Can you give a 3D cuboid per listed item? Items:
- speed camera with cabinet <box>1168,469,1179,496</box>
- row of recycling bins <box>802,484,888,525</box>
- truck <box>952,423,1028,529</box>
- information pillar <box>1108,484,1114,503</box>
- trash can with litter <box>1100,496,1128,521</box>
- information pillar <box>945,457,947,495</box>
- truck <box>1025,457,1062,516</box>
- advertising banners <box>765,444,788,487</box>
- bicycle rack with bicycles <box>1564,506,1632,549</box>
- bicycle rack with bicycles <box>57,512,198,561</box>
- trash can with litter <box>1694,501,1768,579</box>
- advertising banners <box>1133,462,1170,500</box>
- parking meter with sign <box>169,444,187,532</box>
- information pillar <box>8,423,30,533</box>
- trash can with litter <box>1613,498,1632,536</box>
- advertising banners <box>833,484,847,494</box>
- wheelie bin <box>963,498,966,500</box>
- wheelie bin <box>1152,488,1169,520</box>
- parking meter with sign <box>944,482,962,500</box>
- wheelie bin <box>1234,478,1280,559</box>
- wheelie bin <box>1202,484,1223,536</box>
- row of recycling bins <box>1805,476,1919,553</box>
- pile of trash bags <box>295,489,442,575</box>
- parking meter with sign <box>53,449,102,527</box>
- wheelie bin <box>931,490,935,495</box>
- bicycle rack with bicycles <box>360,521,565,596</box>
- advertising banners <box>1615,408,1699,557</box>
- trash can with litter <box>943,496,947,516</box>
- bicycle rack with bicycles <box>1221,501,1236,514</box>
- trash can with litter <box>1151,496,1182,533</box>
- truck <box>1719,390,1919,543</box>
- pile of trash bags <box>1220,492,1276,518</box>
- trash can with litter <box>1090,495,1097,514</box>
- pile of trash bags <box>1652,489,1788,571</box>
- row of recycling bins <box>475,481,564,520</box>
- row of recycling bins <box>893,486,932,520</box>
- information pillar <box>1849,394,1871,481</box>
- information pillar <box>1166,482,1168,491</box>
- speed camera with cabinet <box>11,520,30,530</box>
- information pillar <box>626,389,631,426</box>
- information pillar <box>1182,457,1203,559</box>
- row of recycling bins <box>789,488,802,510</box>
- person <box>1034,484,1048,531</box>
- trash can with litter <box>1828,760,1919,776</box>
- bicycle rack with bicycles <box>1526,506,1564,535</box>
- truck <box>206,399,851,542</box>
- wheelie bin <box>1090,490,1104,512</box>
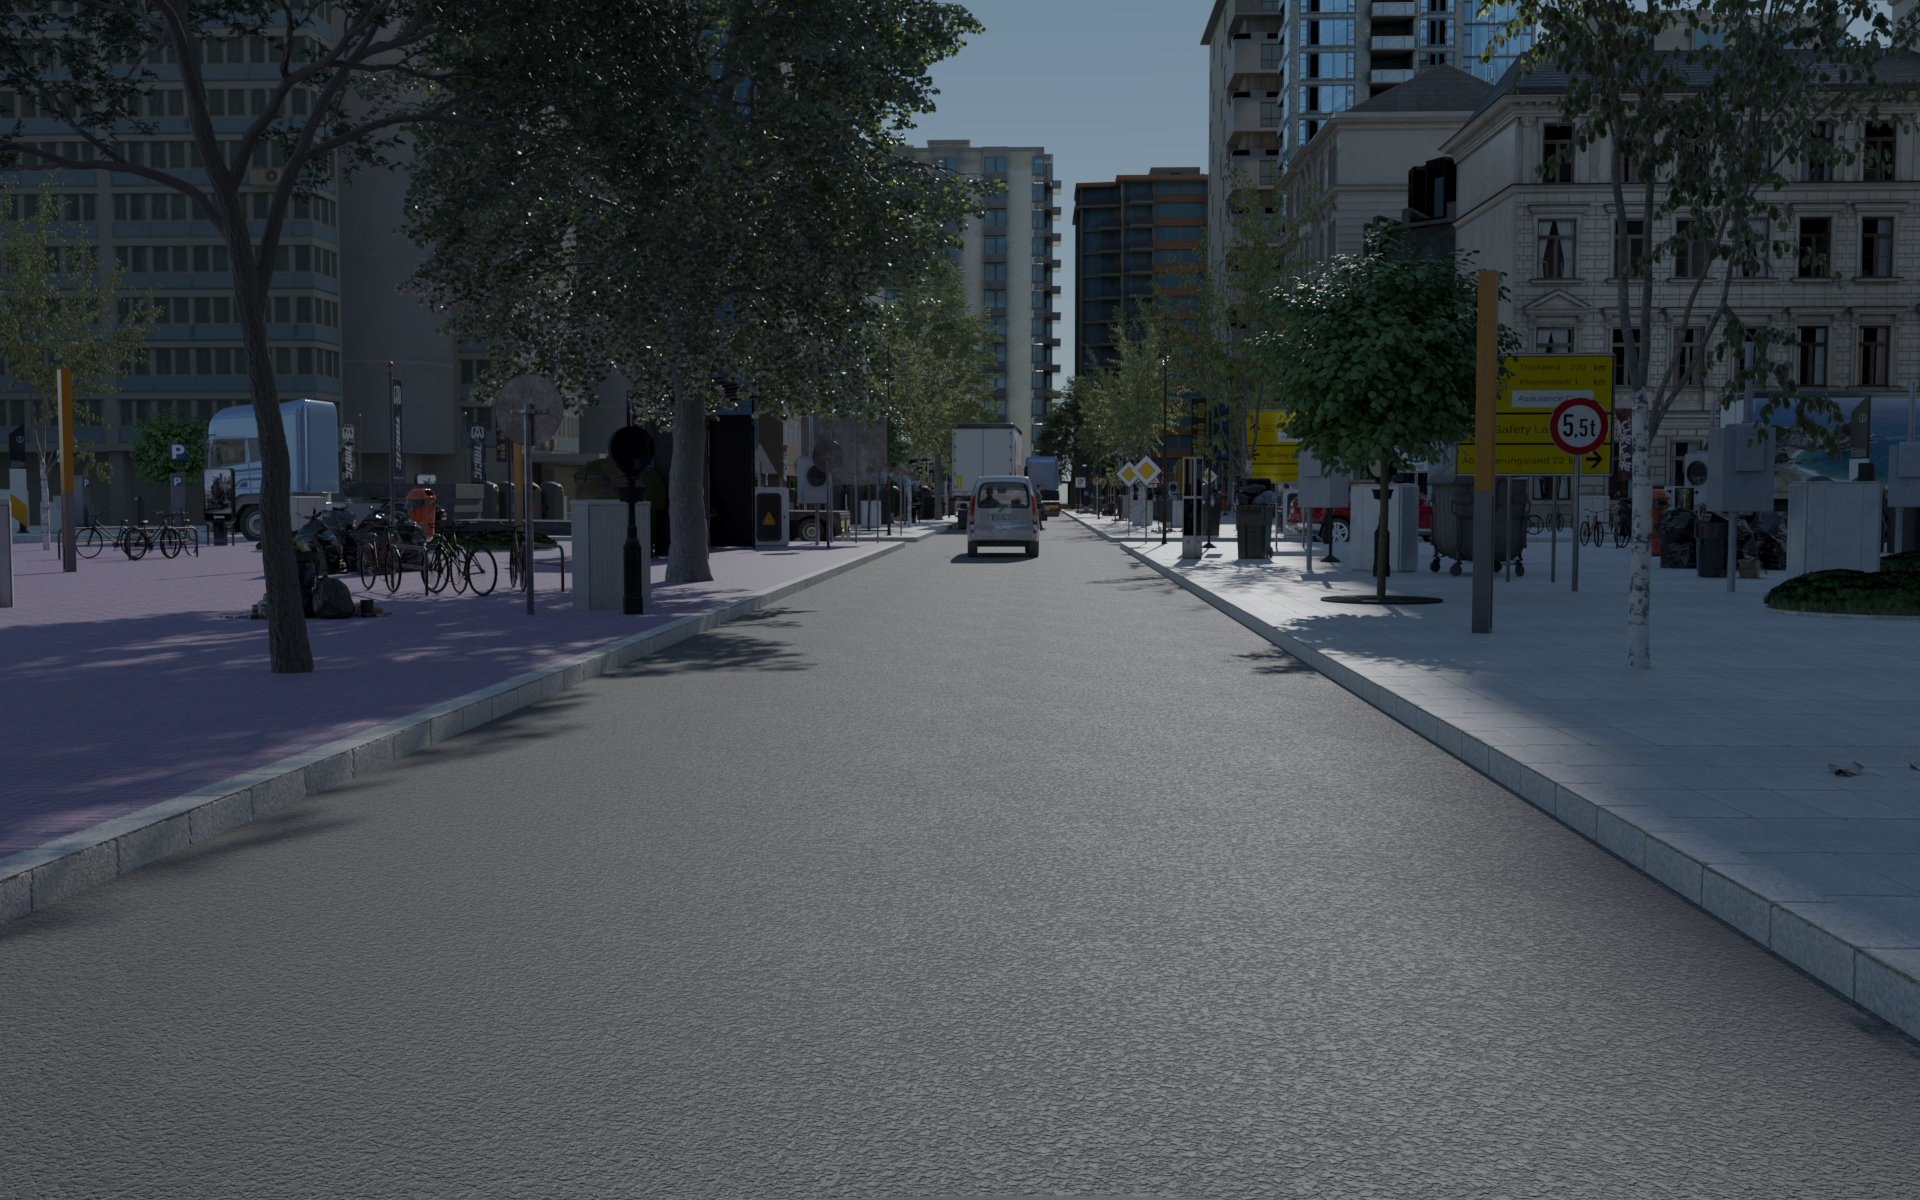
[{"bbox_3d":[14.392,-7.770,121.370,2.038,3.252,0.660,2,4,28],"label":"speed camera with cabinet"},{"bbox_3d":[-4.758,-4.043,73.213,3.534,1.692,1.069,0,4,2],"label":"row of recycling bins"},{"bbox_3d":[1.328,-5.217,74.219,2.839,4.237,11.283,0,4,4],"label":"truck"},{"bbox_3d":[10.929,-7.390,125.314,0.304,2.012,0.304,-2,4,-35],"label":"information pillar"},{"bbox_3d":[7.752,-4.357,82.294,1.678,1.210,2.233,1,4,12],"label":"trash can with litter"},{"bbox_3d":[-0.900,-7.236,109.662,0.183,3.616,0.504,0,4,3],"label":"information pillar"},{"bbox_3d":[5.599,-7.903,118.979,2.967,4.110,18.799,0,4,3],"label":"truck"},{"bbox_3d":[-6.337,-3.915,60.194,0.090,3.025,2.074,1,4,15],"label":"advertising banners"},{"bbox_3d":[16.272,-1.710,41.335,2.852,0.926,2.925,0,4,8],"label":"bicycle rack with bicycles"},{"bbox_3d":[-16.459,-1.308,34.768,2.852,0.926,2.925,1,4,20],"label":"bicycle rack with bicycles"},{"bbox_3d":[11.848,-0.931,26.610,1.055,1.170,0.624,2,4,32],"label":"trash can with litter"},{"bbox_3d":[10.417,-6.008,94.413,2.074,3.025,0.090,-1,4,-8],"label":"advertising banners"},{"bbox_3d":[-26.890,-3.868,59.505,0.543,3.016,1.738,-1,4,-21],"label":"parking meter with sign"},{"bbox_3d":[-30.839,-3.998,56.729,0.504,3.616,0.183,-3,5,-41],"label":"information pillar"},{"bbox_3d":[20.455,-2.525,52.670,1.055,1.170,0.624,-1,4,-22],"label":"trash can with litter"},{"bbox_3d":[-6.352,-5.971,93.807,0.090,3.025,2.074,2,4,32],"label":"advertising banners"},{"bbox_3d":[0.468,-7.145,124.736,0.693,1.594,0.980,0,4,5],"label":"wheelie bin"},{"bbox_3d":[9.896,-4.730,85.238,0.693,1.594,0.980,2,4,35],"label":"wheelie bin"},{"bbox_3d":[-0.681,-7.017,110.989,1.738,3.016,0.543,1,4,13],"label":"parking meter with sign"},{"bbox_3d":[5.873,-1.620,34.393,0.980,1.594,0.693,2,4,25],"label":"wheelie bin"},{"bbox_3d":[7.725,-2.805,53.769,0.693,1.594,0.980,-2,4,-24],"label":"wheelie bin"},{"bbox_3d":[20.206,-1.880,37.846,3.534,1.692,1.069,3,5,43],"label":"row of recycling bins"},{"bbox_3d":[-9.677,-1.172,28.908,1.912,1.369,3.447,1,4,10],"label":"pile of trash bags"},{"bbox_3d":[-33.991,-4.316,66.819,1.738,3.016,0.543,1,4,13],"label":"parking meter with sign"},{"bbox_3d":[-2.035,-6.849,119.890,0.693,1.594,0.980,-1,4,-12],"label":"wheelie bin"},{"bbox_3d":[-6.453,-0.575,22.787,2.852,0.926,2.925,-2,4,-30],"label":"bicycle rack with bicycles"},{"bbox_3d":[14.244,-2.403,35.475,2.074,3.025,0.090,-1,4,-17],"label":"advertising banners"},{"bbox_3d":[-1.302,-5.301,98.066,1.055,1.170,0.624,-1,4,-10],"label":"trash can with litter"},{"bbox_3d":[17.900,-5.789,108.031,2.852,0.926,2.925,-1,4,-19],"label":"bicycle rack with bicycles"},{"bbox_3d":[7.292,-2.881,58.166,2.233,1.210,1.678,-1,4,-21],"label":"trash can with litter"},{"bbox_3d":[27.022,-3.590,47.608,11.283,4.237,2.839,0,4,4],"label":"truck"},{"bbox_3d":[15.378,-5.070,92.654,3.447,1.369,1.912,1,4,19],"label":"pile of trash bags"},{"bbox_3d":[8.802,-6.010,109.316,1.678,1.210,2.233,1,4,11],"label":"trash can with litter"},{"bbox_3d":[13.017,-1.262,30.382,1.912,1.369,3.447,-1,4,-13],"label":"pile of trash bags"},{"bbox_3d":[-14.709,-3.086,57.573,1.069,1.692,3.534,3,4,37],"label":"row of recycling bins"},{"bbox_3d":[-3.075,-4.943,87.923,3.534,1.692,1.069,1,4,19],"label":"row of recycling bins"},{"bbox_3d":[21.216,-3.027,40.850,0.183,3.616,0.504,-1,4,-22],"label":"information pillar"},{"bbox_3d":[12.423,-6.141,104.900,0.304,2.012,0.304,0,4,-7],"label":"information pillar"},{"bbox_3d":[-34.043,-4.083,61.087,2.038,3.252,0.660,-1,4,-22],"label":"speed camera with cabinet"},{"bbox_3d":[-7.364,-2.886,38.547,0.183,3.616,0.504,-1,4,-10],"label":"information pillar"},{"bbox_3d":[4.598,-1.821,34.257,0.304,2.012,0.304,3,4,37],"label":"information pillar"},{"bbox_3d":[-11.167,-6.970,121.075,3.534,1.692,1.069,0,4,8],"label":"row of recycling bins"},{"bbox_3d":[3.022,-3.640,67.986,0.822,1.834,0.622,0,4,5],"label":"person"},{"bbox_3d":[4.973,0.226,7.355,2.233,1.210,1.678,3,5,43],"label":"trash can with litter"},{"bbox_3d":[17.396,-2.578,55.527,2.852,0.926,2.925,-3,5,-43],"label":"bicycle rack with bicycles"},{"bbox_3d":[-12.594,-3.652,49.462,18.799,4.110,2.967,0,4,3],"label":"truck"},{"bbox_3d":[9.683,-7.007,122.471,0.980,1.594,0.693,-1,4,-9],"label":"wheelie bin"}]
